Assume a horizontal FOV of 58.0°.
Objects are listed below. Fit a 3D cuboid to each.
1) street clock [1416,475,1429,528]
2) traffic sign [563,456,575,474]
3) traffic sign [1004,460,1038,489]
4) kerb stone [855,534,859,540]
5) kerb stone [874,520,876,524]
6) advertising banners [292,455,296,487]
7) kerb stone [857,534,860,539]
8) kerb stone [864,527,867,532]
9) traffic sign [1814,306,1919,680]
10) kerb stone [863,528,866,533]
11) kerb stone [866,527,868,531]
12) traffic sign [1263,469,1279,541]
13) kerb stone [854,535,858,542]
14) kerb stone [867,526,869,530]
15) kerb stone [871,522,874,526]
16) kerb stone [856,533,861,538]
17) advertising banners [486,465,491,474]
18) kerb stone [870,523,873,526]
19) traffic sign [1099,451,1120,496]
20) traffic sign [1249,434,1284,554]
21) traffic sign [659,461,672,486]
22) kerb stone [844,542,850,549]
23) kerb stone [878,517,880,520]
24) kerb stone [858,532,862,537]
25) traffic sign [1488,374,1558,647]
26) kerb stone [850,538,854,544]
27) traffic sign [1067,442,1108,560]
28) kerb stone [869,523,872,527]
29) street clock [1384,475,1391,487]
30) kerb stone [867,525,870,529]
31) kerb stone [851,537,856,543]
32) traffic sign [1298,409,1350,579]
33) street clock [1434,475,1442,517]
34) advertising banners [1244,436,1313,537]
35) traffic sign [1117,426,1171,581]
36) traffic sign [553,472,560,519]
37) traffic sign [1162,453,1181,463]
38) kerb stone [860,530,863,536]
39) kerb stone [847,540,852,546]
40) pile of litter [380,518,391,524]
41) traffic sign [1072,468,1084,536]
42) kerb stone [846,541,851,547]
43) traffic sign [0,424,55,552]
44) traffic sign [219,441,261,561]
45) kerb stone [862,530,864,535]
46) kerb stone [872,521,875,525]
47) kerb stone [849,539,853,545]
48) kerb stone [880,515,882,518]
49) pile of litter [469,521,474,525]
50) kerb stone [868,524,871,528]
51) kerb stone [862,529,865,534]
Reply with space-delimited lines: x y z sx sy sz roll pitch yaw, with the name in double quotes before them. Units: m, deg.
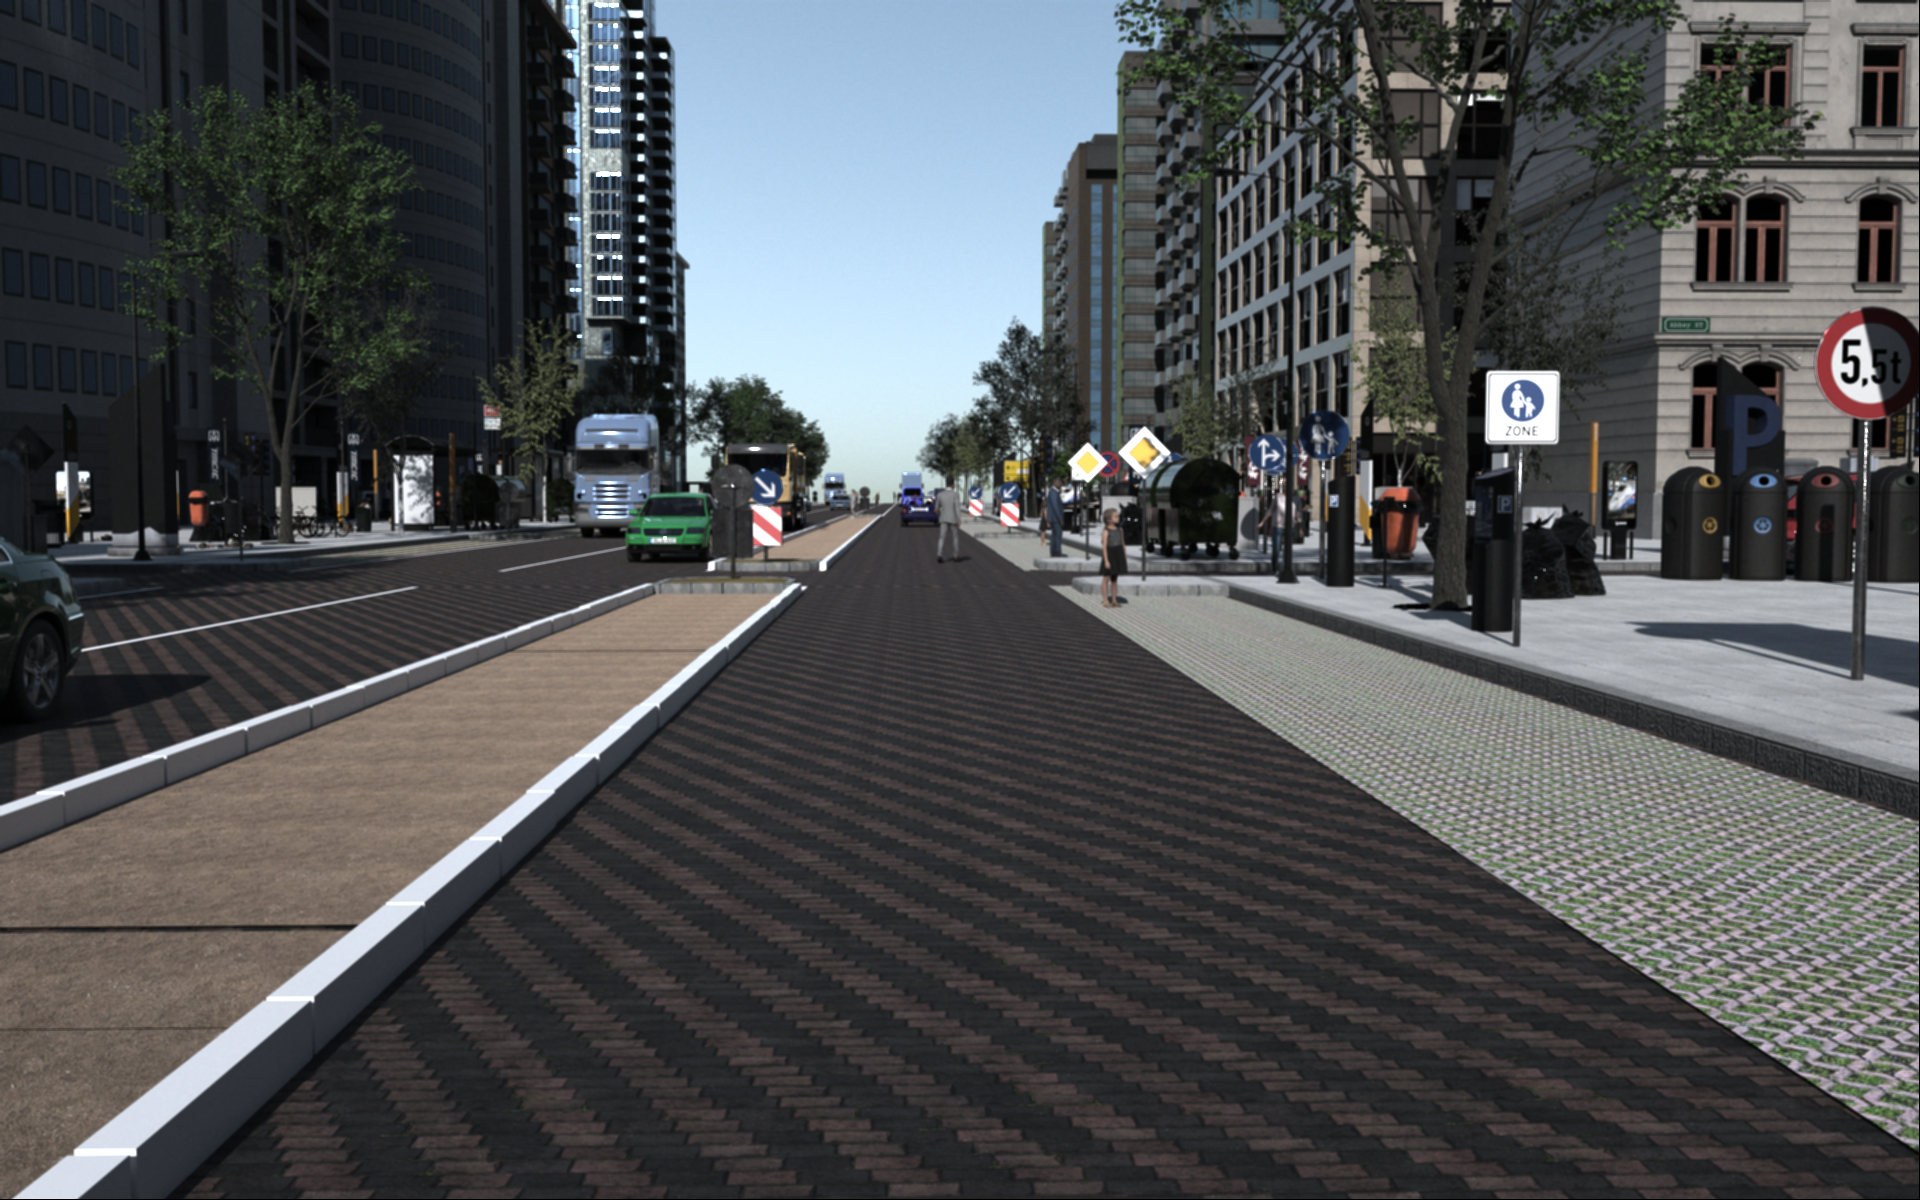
"street clock" 17.631 -3.759 66.031 0.358 2.002 0.471 -2 4 -32
"traffic sign" -20.120 -6.042 92.665 2.265 3.308 0.079 0 4 5
"traffic sign" 3.762 -6.773 104.609 2.265 3.308 0.079 0 3 0
"kerb stone" -3.164 -1.794 51.536 0.120 0.150 1.000 0 4 -2
"kerb stone" -3.984 -3.424 78.199 0.120 0.150 1.000 0 4 -2
"advertising banners" -30.111 -4.994 77.836 0.090 3.025 2.074 -2 4 -34
"kerb stone" -3.190 -1.849 52.559 0.120 0.150 1.000 0 4 -2
"kerb stone" -3.476 -2.421 61.784 0.120 0.150 1.000 0 4 -2
"traffic sign" 6.195 -0.720 11.879 0.768 2.556 0.104 0 4 -1
"kerb stone" -3.410 -2.295 59.732 0.120 0.150 1.000 0 4 -2
"kerb stone" -3.508 -2.482 62.810 0.120 0.150 1.000 0 4 -2
"traffic sign" 8.531 -2.880 47.186 0.768 2.556 0.104 0 4 0
"kerb stone" -3.132 -1.723 50.515 0.120 0.150 1.000 0 4 -2
"kerb stone" -3.571 -2.610 64.873 0.120 0.150 1.000 0 4 -2
"kerb stone" -3.824 -3.111 73.065 0.120 0.150 1.000 0 4 -2
"kerb stone" -3.223 -1.916 53.582 0.120 0.150 1.000 0 4 -2
"advertising banners" -28.779 -6.507 102.578 2.074 3.025 0.090 -2 4 -33
"kerb stone" -3.752 -2.986 71.019 0.120 0.150 1.000 0 4 -2
"traffic sign" 4.363 -3.130 51.290 0.768 2.556 0.104 0 4 6
"traffic sign" 6.552 -2.264 37.120 0.768 2.556 0.104 0 4 -1
"traffic sign" -19.116 -6.988 108.122 2.265 3.308 0.079 0 4 2
"kerb stone" -2.905 -1.293 43.343 0.120 0.150 1.000 0 4 -2
"kerb stone" -4.305 -4.053 88.455 0.120 0.150 1.000 0 4 -2
"kerb stone" -3.256 -1.983 54.611 0.120 0.150 1.000 0 4 -2
"traffic sign" 4.680 -0.756 14.496 0.606 2.300 0.079 0 4 0
"kerb stone" -3.035 -1.544 47.436 0.120 0.150 1.000 0 4 -2
"traffic sign" 2.464 -1.827 33.507 0.795 2.450 0.064 0 4 -2
"kerb stone" -3.734 -2.924 69.997 0.120 0.150 1.000 0 4 -2
"street clock" 16.291 -3.763 66.090 0.358 2.002 0.471 1 4 10
"kerb stone" -3.601 -2.671 65.899 0.120 0.150 1.000 0 4 -2
"kerb stone" -3.066 -1.607 48.466 0.120 0.150 1.000 0 4 -2
"traffic sign" 5.492 -1.597 26.210 0.768 2.556 0.104 0 4 3
"street clock" 18.258 -3.766 66.136 0.358 2.002 0.471 1 4 14
"advertising banners" 9.548 -3.415 52.019 2.074 3.025 0.090 1 4 19
"traffic sign" 2.710 -1.338 25.525 0.795 2.450 0.064 0 4 -2
"traffic sign" -20.887 -5.439 89.029 0.768 2.556 0.104 0 4 5
"traffic sign" 6.554 -3.260 53.413 0.768 2.556 0.104 0 4 0
"kerb stone" -3.322 -2.108 56.656 0.120 0.150 1.000 0 4 -2
"kerb stone" -2.973 -1.419 45.393 0.120 0.150 1.000 0 4 -2
"pile of litter" -24.537 -3.790 75.931 1.719 0.858 1.176 -1 4 -13
"traffic sign" 3.687 -3.088 52.616 0.606 2.300 0.079 0 4 0
"kerb stone" -2.942 -1.356 44.365 0.120 0.150 1.000 0 4 -2
"traffic sign" -13.477 -1.309 25.049 0.795 2.450 0.064 0 4 -2
"traffic sign" -13.723 -1.797 33.031 0.795 2.450 0.064 0 4 -2
"kerb stone" -3.343 -2.170 57.682 0.120 0.150 1.000 0 4 -2
"kerb stone" -3.880 -3.237 75.115 0.120 0.150 1.000 0 4 -2
"kerb stone" -3.004 -1.481 46.415 0.120 0.150 1.000 0 4 -2
"kerb stone" -4.516 -4.483 95.635 0.120 0.150 1.000 0 4 -2
"pile of litter" -21.073 -3.604 72.896 1.719 0.858 1.176 3 5 42
"kerb stone" -3.674 -2.799 67.954 0.120 0.150 1.000 0 4 -2
"kerb stone" -3.376 -2.233 58.711 0.120 0.150 1.000 0 4 -2
